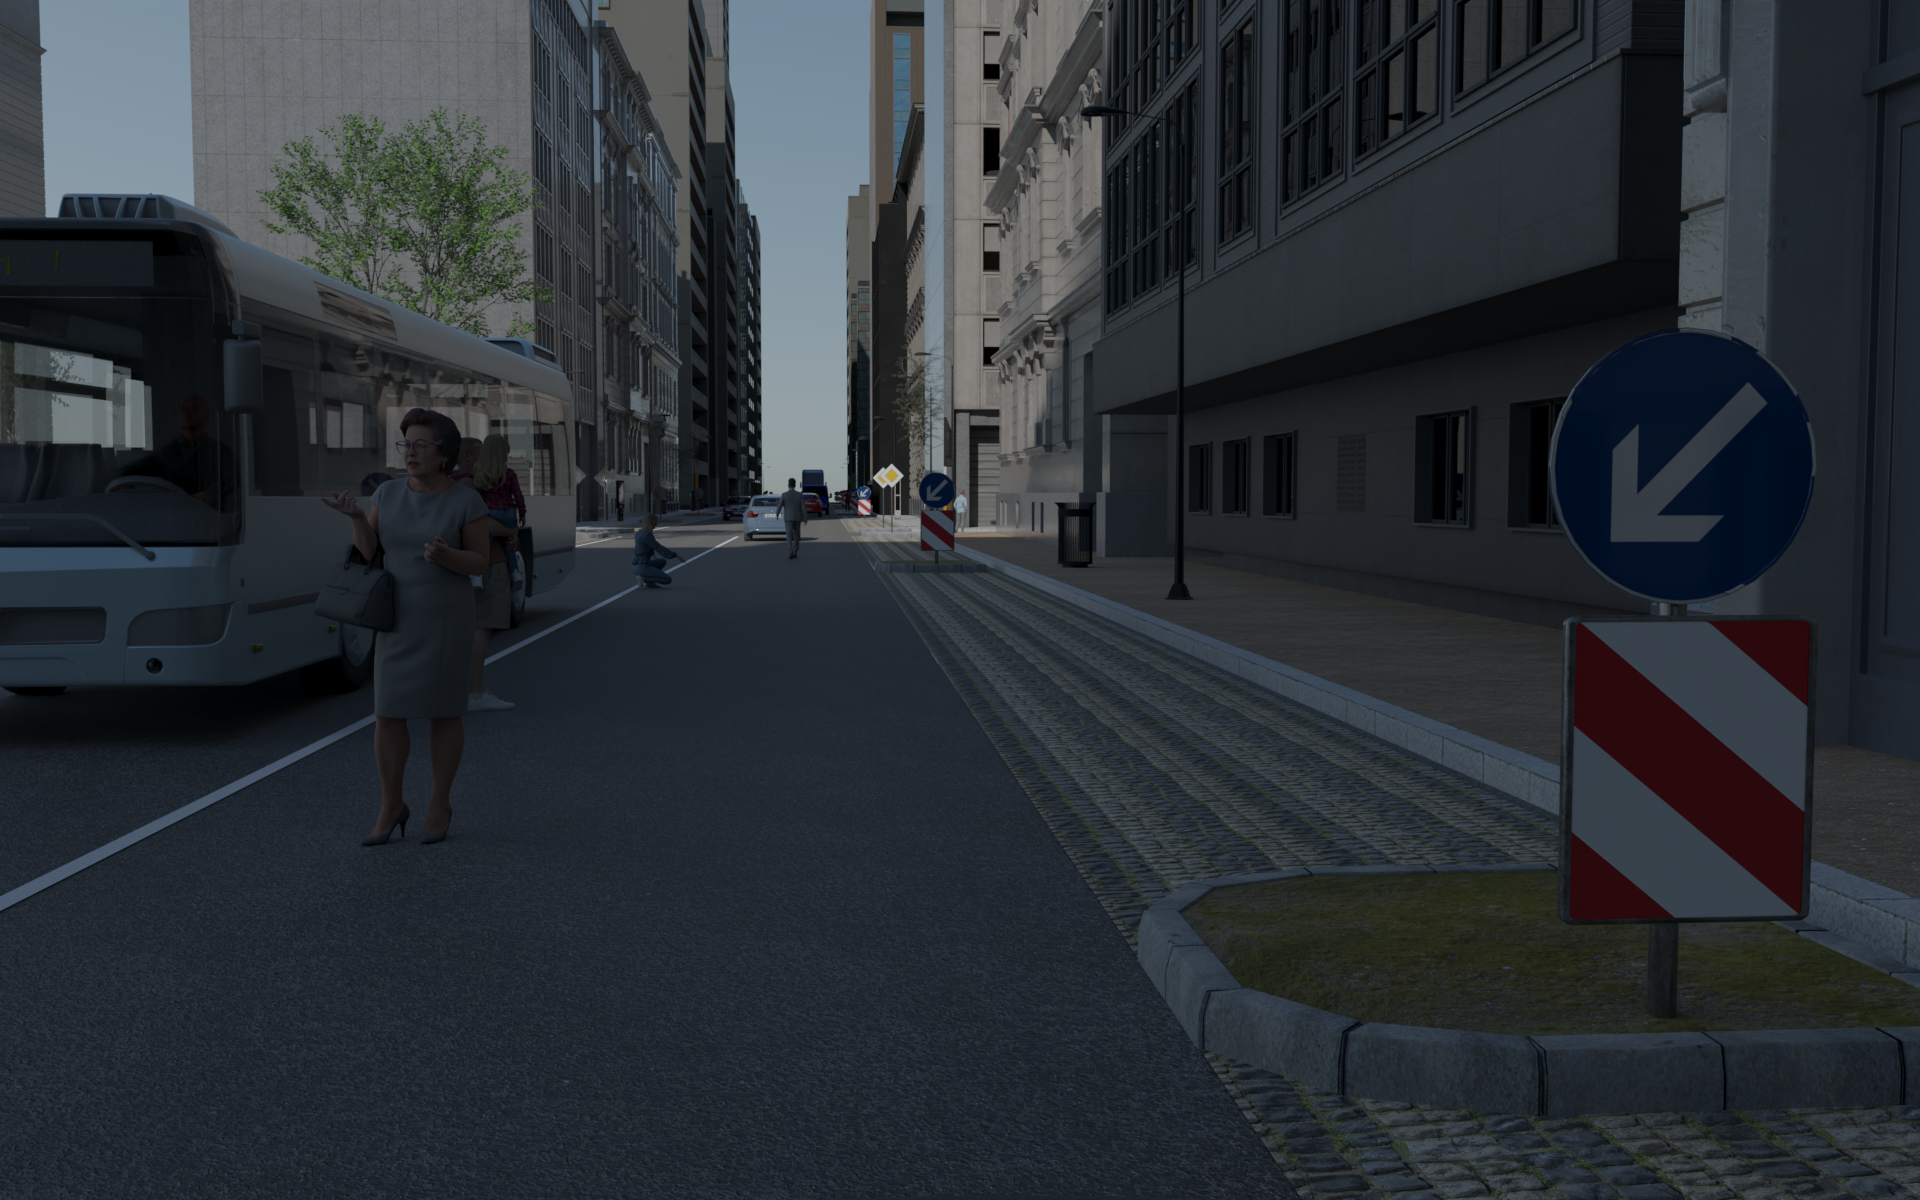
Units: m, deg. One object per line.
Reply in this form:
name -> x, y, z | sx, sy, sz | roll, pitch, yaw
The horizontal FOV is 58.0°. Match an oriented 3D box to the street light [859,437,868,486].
street light -> -7.724, -10.509, 144.364 | 1.470, 5.913, 1.316 | 0, 4, -5

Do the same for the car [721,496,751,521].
car -> -12.010, -5.005, 94.417 | 1.945, 1.354, 3.894 | 0, 4, -5

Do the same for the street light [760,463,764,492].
street light -> -30.027, -17.541, 259.329 | 1.470, 5.913, 1.316 | 0, 4, -5

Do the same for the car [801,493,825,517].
car -> -9.532, -6.084, 108.510 | 2.155, 1.783, 4.494 | 0, 4, -4

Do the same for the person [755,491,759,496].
person -> -22.579, -11.276, 193.538 | 1.217, 1.739, 0.721 | -3, 4, -38

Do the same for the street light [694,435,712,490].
street light -> -20.756, -10.266, 140.384 | 1.470, 5.913, 1.316 | 0, 4, -5

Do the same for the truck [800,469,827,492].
truck -> -15.695, -11.850, 183.509 | 2.967, 4.110, 18.799 | 0, 4, -4

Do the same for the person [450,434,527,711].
person -> -3.176, -0.189, 11.569 | 0.580, 1.828, 0.573 | 1, 4, 17

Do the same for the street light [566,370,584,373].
street light -> -14.786, -5.657, 65.035 | 1.470, 5.913, 1.316 | 0, 4, -5

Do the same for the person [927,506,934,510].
person -> -0.841, -2.077, 47.133 | 0.373, 1.253, 0.362 | 1, 4, 15

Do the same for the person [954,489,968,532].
person -> 0.061, -3.061, 60.350 | 0.330, 1.601, 0.589 | -3, 5, -44

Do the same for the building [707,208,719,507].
building -> -30.900, -24.203, 167.420 | 14.160, 30.474, 14.107 | 0, 4, -5

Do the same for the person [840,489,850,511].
person -> -9.423, -8.348, 144.920 | 1.348, 1.831, 0.705 | -1, 4, -14

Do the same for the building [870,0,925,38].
building -> -1.070, -31.369, 162.999 | 14.600, 45.320, 14.200 | 0, 4, -5

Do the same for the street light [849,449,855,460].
street light -> -10.499, -12.703, 180.240 | 1.470, 5.913, 1.316 | 0, 4, -5

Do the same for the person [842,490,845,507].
person -> -11.730, -10.086, 173.371 | 0.705, 1.831, 1.348 | -1, 4, -17

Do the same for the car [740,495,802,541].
car -> -5.858, -2.571, 54.043 | 2.014, 1.417, 4.499 | 0, 4, -6

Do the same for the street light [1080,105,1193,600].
street light -> 2.131, -2.958, 20.909 | 1.470, 5.913, 1.316 | 0, 4, -5

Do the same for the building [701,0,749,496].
building -> -38.860, -48.478, 230.870 | 20.563, 71.187, 20.611 | 0, 4, -5

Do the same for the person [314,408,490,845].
person -> -2.298, 0.110, 7.063 | 0.716, 1.782, 0.532 | 0, 4, 3

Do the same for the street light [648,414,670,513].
street light -> -17.555, -7.854, 100.953 | 1.470, 5.913, 1.316 | 0, 4, -5

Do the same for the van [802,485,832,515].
van -> -10.056, -7.119, 120.780 | 2.240, 2.365, 5.245 | 0, 4, -4

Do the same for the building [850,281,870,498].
building -> -8.716, -29.207, 249.234 | 14.160, 30.474, 14.107 | 0, 4, -5

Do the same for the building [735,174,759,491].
building -> -42.160, -38.975, 256.851 | 23.786, 49.044, 30.456 | 0, 4, -5

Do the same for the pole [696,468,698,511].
pole -> -20.373, -8.584, 134.198 | 0.158, 3.312, 0.155 | 0, 3, 0

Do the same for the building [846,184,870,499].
building -> -6.620, -39.330, 266.747 | 21.300, 48.544, 21.600 | 0, 4, -5

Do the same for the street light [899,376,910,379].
street light -> -1.681, -5.840, 68.028 | 1.470, 5.913, 1.316 | 0, 4, -5

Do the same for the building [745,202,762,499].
building -> -43.516, -40.313, 282.819 | 21.300, 48.544, 21.600 | 0, 4, -5

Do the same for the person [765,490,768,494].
person -> -15.703, -8.098, 141.608 | 0.721, 1.736, 1.217 | -1, 4, -9

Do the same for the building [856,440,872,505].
building -> -0.584, -54.187, 198.625 | 22.319, 86.520, 31.000 | 0, 4, -5

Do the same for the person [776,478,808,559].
person -> -3.730, -1.816, 38.465 | 0.678, 1.792, 0.850 | -1, 4, -12

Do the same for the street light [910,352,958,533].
street light -> -0.795, -5.152, 56.773 | 1.470, 5.913, 1.316 | 0, 4, -5

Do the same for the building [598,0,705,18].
building -> -33.131, -32.102, 148.569 | 21.300, 48.544, 21.600 | 0, 4, -5

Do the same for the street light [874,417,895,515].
street light -> -4.454, -8.034, 103.905 | 1.470, 5.913, 1.316 | 0, 4, -5

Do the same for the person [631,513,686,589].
person -> -4.654, -0.757, 26.377 | 0.738, 1.151, 1.012 | -1, 4, -23

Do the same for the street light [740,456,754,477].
street light -> -27.207, -15.346, 223.444 | 1.470, 5.913, 1.316 | 0, 4, -5

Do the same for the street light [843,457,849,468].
street light -> -14.272, -15.564, 227.011 | 1.470, 5.913, 1.316 | 0, 4, -5
